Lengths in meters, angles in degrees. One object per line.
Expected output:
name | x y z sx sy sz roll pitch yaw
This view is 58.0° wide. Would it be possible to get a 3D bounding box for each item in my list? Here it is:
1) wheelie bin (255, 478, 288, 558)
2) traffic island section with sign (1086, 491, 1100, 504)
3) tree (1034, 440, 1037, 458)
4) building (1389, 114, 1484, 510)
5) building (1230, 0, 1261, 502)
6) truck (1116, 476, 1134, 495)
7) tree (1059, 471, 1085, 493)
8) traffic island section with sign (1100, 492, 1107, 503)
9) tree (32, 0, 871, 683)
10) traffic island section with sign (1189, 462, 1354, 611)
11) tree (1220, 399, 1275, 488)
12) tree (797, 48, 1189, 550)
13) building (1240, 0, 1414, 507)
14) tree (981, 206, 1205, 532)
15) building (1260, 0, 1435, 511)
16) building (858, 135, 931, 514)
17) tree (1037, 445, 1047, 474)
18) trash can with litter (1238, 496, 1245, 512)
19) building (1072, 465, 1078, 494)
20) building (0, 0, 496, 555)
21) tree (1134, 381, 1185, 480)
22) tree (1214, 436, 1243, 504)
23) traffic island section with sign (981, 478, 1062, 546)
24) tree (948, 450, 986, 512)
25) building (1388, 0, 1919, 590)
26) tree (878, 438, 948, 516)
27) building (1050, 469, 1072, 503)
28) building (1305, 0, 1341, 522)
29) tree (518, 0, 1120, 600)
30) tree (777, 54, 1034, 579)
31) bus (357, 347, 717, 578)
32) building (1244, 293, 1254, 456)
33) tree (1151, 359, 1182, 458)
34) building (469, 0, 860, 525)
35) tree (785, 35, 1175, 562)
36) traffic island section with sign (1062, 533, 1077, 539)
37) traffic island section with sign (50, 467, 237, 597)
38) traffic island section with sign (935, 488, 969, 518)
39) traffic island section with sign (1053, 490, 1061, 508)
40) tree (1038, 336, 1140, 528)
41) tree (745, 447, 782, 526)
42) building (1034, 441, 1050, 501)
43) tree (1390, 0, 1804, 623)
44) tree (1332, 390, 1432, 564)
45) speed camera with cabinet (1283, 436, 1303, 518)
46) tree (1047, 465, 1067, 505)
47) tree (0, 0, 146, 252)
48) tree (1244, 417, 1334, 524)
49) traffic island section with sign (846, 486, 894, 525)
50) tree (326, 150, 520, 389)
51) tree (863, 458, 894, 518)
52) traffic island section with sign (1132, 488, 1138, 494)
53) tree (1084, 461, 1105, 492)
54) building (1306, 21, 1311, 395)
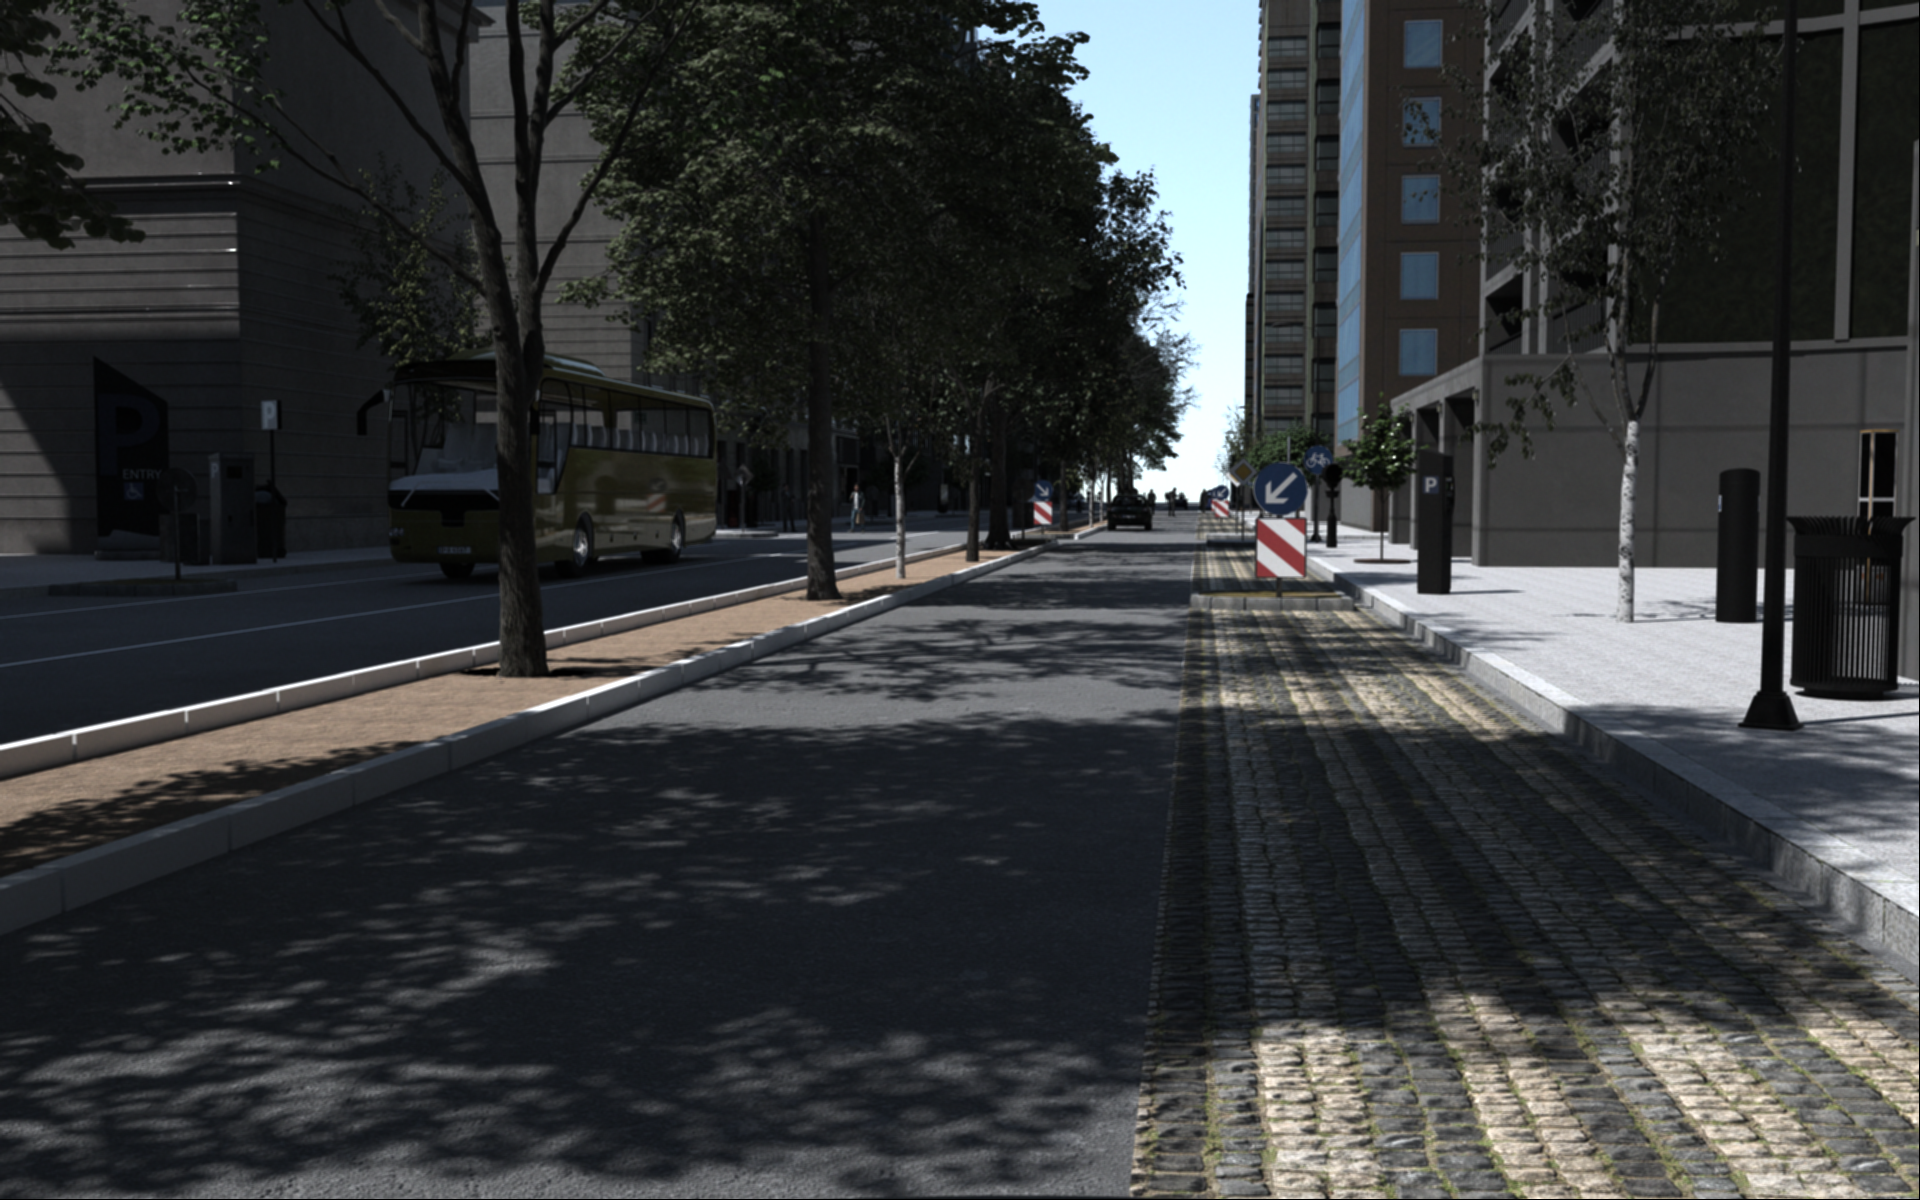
wheelie bin | -13.859 -1.642 34.749 0.693 1.594 0.980 -2 4 -23
traffic island section with sign | 17.751 -14.015 237.774 1.989 1.847 2.006 0 4 8
tree | 3.756 -12.242 150.513 4.360 8.622 3.978 0 3 0
building | 40.300 -45.074 175.217 20.563 71.187 20.611 0 4 8
building | 53.802 -58.448 268.299 22.319 86.520 31.000 0 4 8
truck | 26.326 -17.564 276.089 2.839 4.237 11.283 0 4 6
tree | 15.059 -15.240 232.892 4.285 4.588 4.351 0 3 0
traffic island section with sign | 21.452 -15.648 264.475 1.989 1.847 2.006 0 4 8
tree | -3.525 -5.211 13.412 9.928 11.665 9.643 0 3 0
traffic island section with sign | 3.937 -0.822 22.067 1.989 1.847 2.006 0 4 8
tree | 21.971 -11.166 132.925 4.737 8.622 4.395 0 3 0
tree | 0.992 -7.639 44.370 9.611 12.733 9.660 0 3 0
building | 47.871 -48.328 228.418 20.563 71.187 20.611 0 4 8
tree | 3.885 -9.296 64.820 12.009 13.543 11.850 0 3 0
building | 34.668 -31.140 159.246 14.600 45.320 14.200 0 4 8
building | -10.668 -19.712 115.792 14.314 27.812 24.014 0 4 8
tree | 5.150 -12.849 160.449 4.360 8.622 3.978 0 3 0
trash can with litter | 20.771 -7.109 127.619 0.624 1.170 1.055 -1 4 -10
building | 7.123 -39.603 271.204 21.300 48.544 21.600 0 4 8
building | -25.535 -12.296 42.846 24.055 21.916 13.314 0 4 8
tree | 12.543 -12.597 126.543 7.486 12.596 7.792 0 3 0
tree | 33.860 -16.247 216.003 4.360 8.622 3.978 0 3 0
traffic island section with sign | 1.702 -2.468 48.496 2.006 1.907 1.989 0 4 8
tree | 0.256 -8.761 126.957 4.285 4.588 4.351 0 3 0
building | 19.878 -36.283 31.474 20.563 71.187 20.611 0 4 8
tree | -3.213 -7.187 101.227 4.285 4.588 4.351 0 3 0
building | 4.462 -43.069 246.170 21.231 58.520 28.212 0 4 8
building | 24.129 -19.160 84.969 14.160 30.474 14.107 0 4 8
tree | -1.819 -6.237 22.566 7.486 12.596 7.792 0 3 0
tree | -1.017 -4.642 28.714 4.360 8.622 3.978 0 3 0
bus | -7.297 -2.522 32.781 2.896 3.916 12.252 0 4 6
building | 47.745 -29.110 247.642 14.160 30.474 14.107 0 4 8
tree | 11.568 -11.598 117.832 9.928 11.665 9.643 0 3 0
building | -16.292 -18.680 81.834 17.030 29.872 44.131 0 4 8
tree | 0.190 -6.049 35.773 8.767 10.594 7.601 0 4 8
traffic island section with sign | 2.729 -2.917 55.832 2.006 1.907 1.989 0 4 8
traffic island section with sign | -11.708 -1.012 25.177 1.989 1.847 2.006 0 4 8
traffic island section with sign | -0.406 -6.001 106.748 1.989 1.847 2.006 0 4 8
traffic island section with sign | 10.214 -10.688 183.372 1.989 1.847 2.006 0 4 8
tree | 5.549 -7.367 73.277 4.737 8.622 4.395 0 3 0
tree | -8.120 -4.617 70.085 1.663 3.219 1.824 0 3 0
building | 4.193 -27.730 225.084 14.160 30.474 14.107 0 4 8
tree | 6.635 -4.095 17.312 4.360 8.622 3.978 0 3 0
tree | 7.895 -2.313 32.426 1.663 3.219 1.824 0 3 0
speed camera with cabinet | 11.241 -3.935 58.671 0.660 3.252 2.038 1 4 18
tree | 10.979 -15.516 204.042 4.360 8.622 3.978 0 3 0
tree | -4.497 -5.141 4.644 7.486 12.596 7.792 0 3 0
tree | 14.381 -5.508 73.777 4.285 4.588 4.351 0 3 0
traffic island section with sign | -4.110 -4.368 80.048 1.989 1.847 2.006 0 4 8
tree | -11.680 -5.357 37.949 4.737 8.622 4.395 0 3 0
tree | -4.316 -5.977 92.332 1.663 3.219 1.824 0 3 0
traffic island section with sign | 13.037 -7.470 130.263 2.006 1.907 1.989 0 4 8
tree | 21.547 -20.112 279.200 4.360 8.622 3.978 0 3 0
building | 33.419 -34.894 112.515 21.231 58.520 28.212 0 4 8
